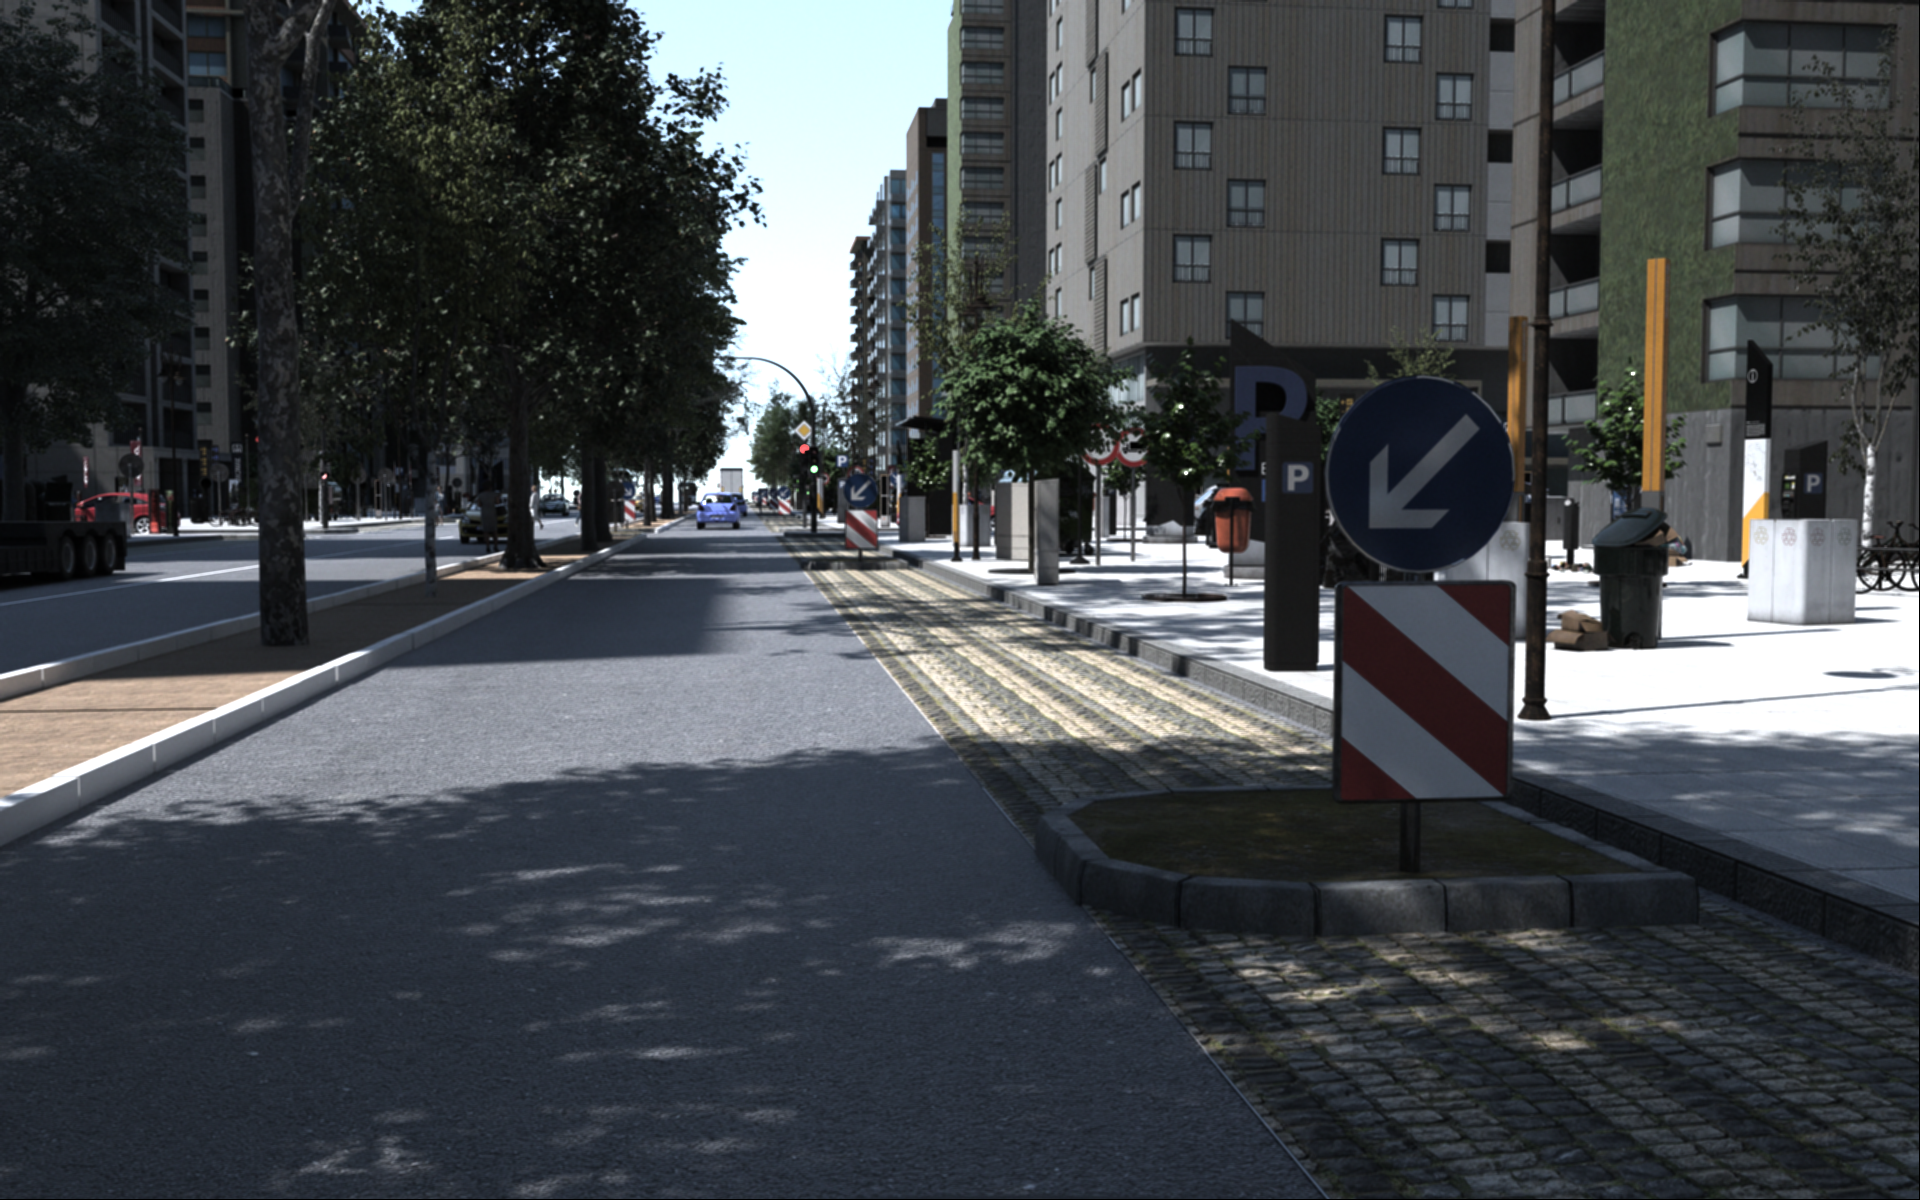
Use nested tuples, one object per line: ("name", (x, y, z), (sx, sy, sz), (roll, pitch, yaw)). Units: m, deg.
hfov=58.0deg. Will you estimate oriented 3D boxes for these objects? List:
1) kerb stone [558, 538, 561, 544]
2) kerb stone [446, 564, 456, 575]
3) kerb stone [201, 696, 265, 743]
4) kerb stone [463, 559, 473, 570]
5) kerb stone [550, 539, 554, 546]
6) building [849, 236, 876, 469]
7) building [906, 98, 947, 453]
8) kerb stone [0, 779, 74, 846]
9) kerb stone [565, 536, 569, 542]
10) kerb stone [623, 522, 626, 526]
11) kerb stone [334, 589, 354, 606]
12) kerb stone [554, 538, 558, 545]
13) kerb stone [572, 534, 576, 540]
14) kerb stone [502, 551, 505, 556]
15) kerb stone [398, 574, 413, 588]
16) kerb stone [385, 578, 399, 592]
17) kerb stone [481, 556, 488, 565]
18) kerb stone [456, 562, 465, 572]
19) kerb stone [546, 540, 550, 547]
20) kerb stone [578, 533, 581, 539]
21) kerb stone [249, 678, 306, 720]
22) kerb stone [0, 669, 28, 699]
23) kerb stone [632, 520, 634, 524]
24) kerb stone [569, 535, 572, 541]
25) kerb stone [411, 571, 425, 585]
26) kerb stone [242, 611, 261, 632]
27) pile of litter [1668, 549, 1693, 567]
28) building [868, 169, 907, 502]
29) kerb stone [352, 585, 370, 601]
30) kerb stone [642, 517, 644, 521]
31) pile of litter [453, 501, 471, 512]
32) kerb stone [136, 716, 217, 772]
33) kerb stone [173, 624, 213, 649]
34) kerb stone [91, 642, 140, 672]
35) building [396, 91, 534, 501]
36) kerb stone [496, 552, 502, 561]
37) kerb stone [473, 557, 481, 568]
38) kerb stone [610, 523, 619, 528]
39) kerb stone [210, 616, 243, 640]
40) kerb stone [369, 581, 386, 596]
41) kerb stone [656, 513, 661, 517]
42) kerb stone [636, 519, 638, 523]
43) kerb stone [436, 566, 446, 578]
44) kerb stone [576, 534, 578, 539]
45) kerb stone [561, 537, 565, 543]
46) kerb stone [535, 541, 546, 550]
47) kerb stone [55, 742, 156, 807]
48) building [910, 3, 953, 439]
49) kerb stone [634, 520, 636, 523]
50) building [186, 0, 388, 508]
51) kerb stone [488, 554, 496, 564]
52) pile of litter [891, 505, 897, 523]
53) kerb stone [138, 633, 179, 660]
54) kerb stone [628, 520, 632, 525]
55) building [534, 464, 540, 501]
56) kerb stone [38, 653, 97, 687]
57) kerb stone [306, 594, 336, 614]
("kerb stone", (-11.421, -1.628, 48.829), (0.120, 0.150, 1.000), (0, 4, -7))
("kerb stone", (-9.083, -0.510, 30.540), (0.120, 0.150, 1.000), (0, 4, -7))
("kerb stone", (-4.394, 0.724, 10.416), (0.120, 0.150, 1.000), (0, 4, -7))
("kerb stone", (-9.339, -0.635, 32.576), (0.120, 0.150, 1.000), (0, 4, -7))
("kerb stone", (-11.153, -1.505, 46.802), (0.120, 0.150, 1.000), (0, 4, -7))
("building", (-6.974, -38.695, 287.292), (22.147, 44.769, 28.867), (0, 4, -7))
("building", (1.422, -33.474, 197.416), (14.600, 45.320, 14.200), (0, 4, -7))
("kerb stone", (-4.005, 0.912, 7.373), (0.120, 0.150, 1.000), (0, 4, -7))
("kerb stone", (-11.676, -1.742, 50.861), (0.120, 0.150, 1.000), (0, 4, -7))
("kerb stone", (-14.979, -3.335, 76.762), (0.120, 0.150, 1.000), (0, 4, -7))
("kerb stone", (-8.037, -0.008, 22.391), (0.120, 0.150, 1.000), (0, 4, -7))
("kerb stone", (-11.291, -1.567, 47.815), (0.120, 0.150, 1.000), (0, 4, -7))
("kerb stone", (-11.927, -1.877, 52.892), (0.120, 0.150, 1.000), (0, 4, -7))
("kerb stone", (-9.989, -0.945, 37.654), (0.120, 0.150, 1.000), (0, 4, -7))
("kerb stone", (-8.557, -0.260, 26.462), (0.120, 0.150, 1.000), (0, 4, -7))
("kerb stone", (-8.440, -0.198, 25.445), (0.120, 0.150, 1.000), (0, 4, -7))
("kerb stone", (-9.610, -0.754, 34.602), (0.120, 0.150, 1.000), (0, 4, -7))
("kerb stone", (-9.213, -0.569, 31.554), (0.120, 0.150, 1.000), (0, 4, -7))
("kerb stone", (-11.033, -1.442, 45.785), (0.120, 0.150, 1.000), (0, 4, -7))
("kerb stone", (-12.192, -2.000, 54.922), (0.120, 0.150, 1.000), (0, 4, -7))
("kerb stone", (-4.525, 0.660, 11.430), (0.120, 0.150, 1.000), (0, 4, -7))
("kerb stone", (-6.746, 0.610, 12.228), (0.120, 0.150, 1.000), (0, 4, -7))
("kerb stone", (-15.629, -3.648, 81.844), (0.120, 0.150, 1.000), (0, 4, -7))
("kerb stone", (-11.808, -1.815, 51.877), (0.120, 0.150, 1.000), (0, 4, -7))
("kerb stone", (-8.686, -0.324, 27.488), (0.120, 0.150, 1.000), (0, 4, -7))
("kerb stone", (-7.522, 0.244, 18.318), (0.120, 0.150, 1.000), (0, 4, -7))
("pile of litter", (12.498, -1.044, 31.040), (1.719, 0.858, 1.176), (-1, 4, -22))
("building", (-1.942, -38.950, 256.443), (23.786, 49.044, 30.456), (0, 4, -7))
("kerb stone", (-8.176, -0.074, 23.407), (0.120, 0.150, 1.000), (0, 4, -7))
("kerb stone", (-16.661, -4.146, 89.986), (0.120, 0.150, 1.000), (0, 4, -7))
("pile of litter", (-35.981, -6.763, 124.540), (1.719, 0.858, 1.176), (0, 4, -2))
("kerb stone", (-4.264, 0.782, 9.402), (0.120, 0.150, 1.000), (0, 4, -7))
("kerb stone", (-7.261, 0.362, 16.288), (0.120, 0.150, 1.000), (0, 4, -7))
("kerb stone", (-7.006, 0.486, 14.259), (0.120, 0.150, 1.000), (0, 4, -7))
("building", (-72.967, -42.976, 244.649), (21.231, 58.520, 28.212), (0, 4, -7))
("kerb stone", (-9.863, -0.883, 36.634), (0.120, 0.150, 1.000), (0, 4, -7))
("kerb stone", (-9.471, -0.697, 33.589), (0.120, 0.150, 1.000), (0, 4, -7))
("kerb stone", (-14.334, -3.022, 71.688), (0.120, 0.150, 1.000), (0, 4, -7))
("kerb stone", (-7.391, 0.299, 17.304), (0.120, 0.150, 1.000), (0, 4, -7))
("kerb stone", (-8.301, -0.136, 24.427), (0.120, 0.150, 1.000), (0, 4, -7))
("kerb stone", (-19.656, -5.579, 113.415), (0.120, 0.150, 1.000), (0, 4, -7))
("kerb stone", (-16.019, -3.835, 84.892), (0.120, 0.150, 1.000), (0, 4, -7))
("kerb stone", (-8.955, -0.448, 29.526), (0.120, 0.150, 1.000), (0, 4, -7))
("kerb stone", (-12.066, -1.940, 53.907), (0.120, 0.150, 1.000), (0, 4, -7))
("kerb stone", (-11.548, -1.689, 49.846), (0.120, 0.150, 1.000), (0, 4, -7))
("kerb stone", (-10.894, -1.381, 44.770), (0.120, 0.150, 1.000), (0, 4, -7))
("kerb stone", (-4.137, 0.845, 8.387), (0.120, 0.150, 1.000), (0, 4, -7))
("building", (7.530, -52.693, 174.194), (22.319, 86.520, 31.000), (0, 4, -7))
("kerb stone", (-15.888, -3.772, 83.871), (0.120, 0.150, 1.000), (0, 4, -7))
("building", (-62.256, -30.195, 148.319), (22.147, 44.769, 28.867), (0, 4, -7))
("kerb stone", (-9.735, -0.821, 35.617), (0.120, 0.150, 1.000), (0, 4, -7))
("pile of litter", (-2.449, -3.874, 77.298), (1.176, 0.858, 1.719), (3, 4, 36))
("kerb stone", (-7.133, 0.427, 15.273), (0.120, 0.150, 1.000), (0, 4, -7))
("kerb stone", (-15.500, -3.580, 80.830), (0.120, 0.150, 1.000), (0, 4, -7))
("building", (-72.836, -30.288, 266.910), (14.160, 30.474, 14.107), (0, 4, -7))
("kerb stone", (-6.871, 0.548, 13.243), (0.120, 0.150, 1.000), (0, 4, -7))
("kerb stone", (-7.911, 0.050, 21.374), (0.120, 0.150, 1.000), (0, 4, -7))
